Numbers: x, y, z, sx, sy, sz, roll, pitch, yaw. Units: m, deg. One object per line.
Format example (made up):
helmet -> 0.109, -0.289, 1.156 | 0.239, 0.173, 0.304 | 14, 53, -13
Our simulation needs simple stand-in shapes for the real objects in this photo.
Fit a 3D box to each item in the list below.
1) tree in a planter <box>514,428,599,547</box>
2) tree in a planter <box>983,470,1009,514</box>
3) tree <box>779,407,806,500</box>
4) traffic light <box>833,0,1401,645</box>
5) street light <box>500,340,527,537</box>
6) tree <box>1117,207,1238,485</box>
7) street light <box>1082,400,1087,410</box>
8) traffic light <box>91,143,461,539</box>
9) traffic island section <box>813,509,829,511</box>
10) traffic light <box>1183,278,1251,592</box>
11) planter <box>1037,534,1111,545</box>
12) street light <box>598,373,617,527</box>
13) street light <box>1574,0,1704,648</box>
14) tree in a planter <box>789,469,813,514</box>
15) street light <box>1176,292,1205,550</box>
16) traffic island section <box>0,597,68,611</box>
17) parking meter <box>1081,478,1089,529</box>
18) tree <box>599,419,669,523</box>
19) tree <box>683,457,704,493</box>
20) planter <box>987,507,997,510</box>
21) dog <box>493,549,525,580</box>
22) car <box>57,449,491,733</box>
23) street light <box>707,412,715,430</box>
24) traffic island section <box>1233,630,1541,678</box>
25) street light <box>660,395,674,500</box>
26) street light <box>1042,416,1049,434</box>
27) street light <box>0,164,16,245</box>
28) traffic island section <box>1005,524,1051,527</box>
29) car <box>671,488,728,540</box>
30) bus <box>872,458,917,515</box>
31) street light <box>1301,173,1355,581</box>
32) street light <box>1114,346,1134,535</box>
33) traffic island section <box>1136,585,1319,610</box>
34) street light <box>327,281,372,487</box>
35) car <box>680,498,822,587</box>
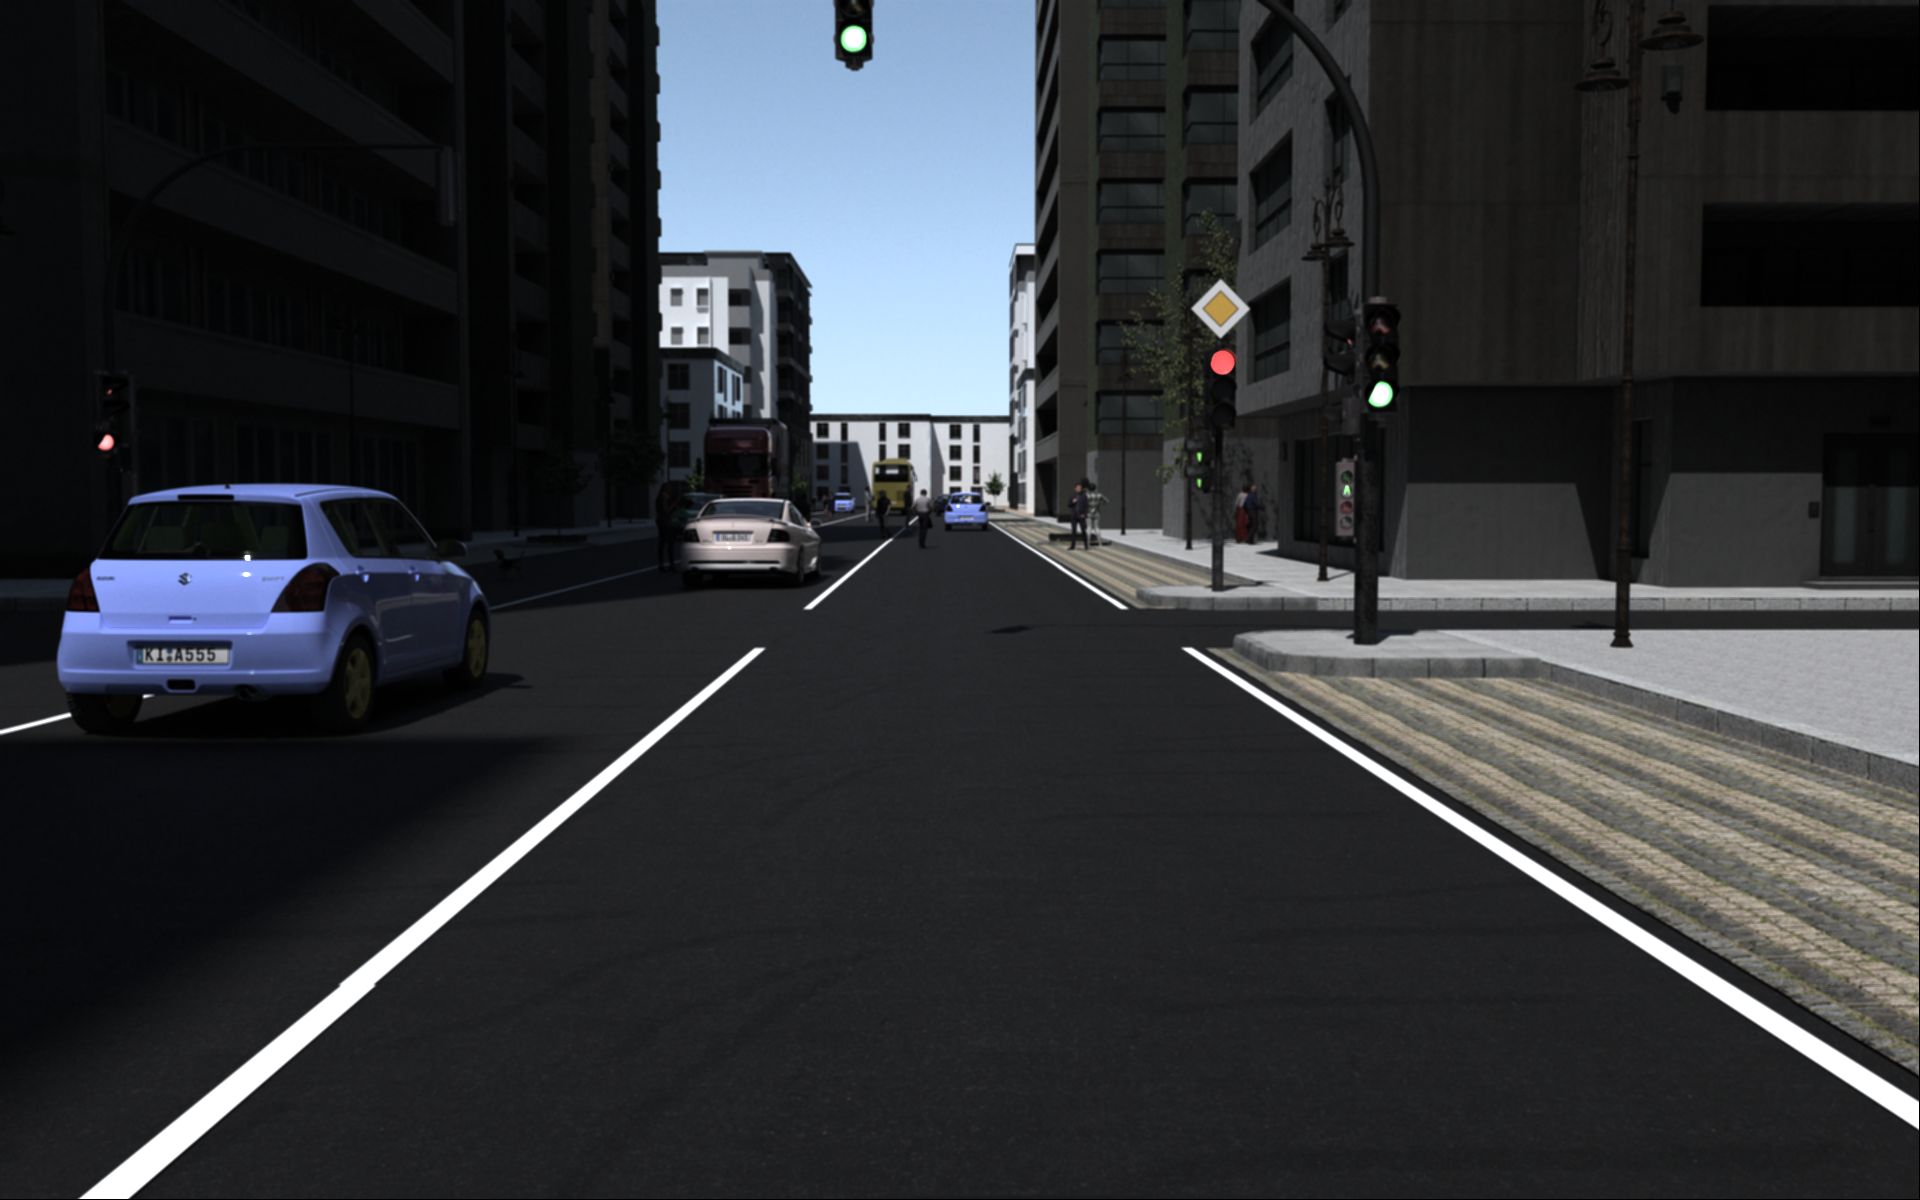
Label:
tree in a planter -> -10.965, -3.060, 47.254 | 1.991, 3.239, 1.994 | 0, 4, 0
tree in a planter -> 2.543, -7.842, 125.433 | 1.991, 3.239, 1.994 | 0, 4, 0
tree -> -14.504, -11.822, 143.657 | 4.360, 8.622, 3.978 | 0, 3, 0
traffic light -> 1.349, -2.440, 14.557 | 4.771, 5.953, 1.251 | 0, 4, 0
street light -> -13.396, -4.852, 52.126 | 0.468, 5.910, 1.993 | 0, 4, 0
tree -> 6.380, -5.704, 43.625 | 4.737, 8.622, 4.395 | 0, 3, 0
street light -> 5.112, -5.864, 68.663 | 0.468, 5.910, 1.993 | 0, 4, 0
traffic light -> -8.937, -2.933, 22.616 | 4.771, 5.953, 1.251 | 0, 4, 0
traffic island section -> -11.842, -7.874, 151.606 | 1.991, 0.108, 1.994 | 0, 4, 0
traffic light -> 3.372, -2.066, 22.700 | 0.839, 4.253, 0.868 | 0, 4, 0
planter -> 3.185, -1.700, 48.941 | 1.991, 0.319, 1.994 | 0, 4, 0
street light -> -13.507, -5.735, 66.550 | 0.468, 5.910, 1.993 | 0, 4, 0
street light -> 5.558, -2.543, 14.370 | 0.468, 5.910, 1.993 | 0, 4, 0
tree in a planter -> -11.601, -7.779, 124.407 | 1.991, 3.239, 1.994 | 0, 4, 0
street light -> 5.289, -4.100, 39.815 | 0.468, 5.910, 1.993 | 0, 4, 0
traffic island section -> -11.068, -0.025, 22.697 | 2.009, 0.180, 2.903 | 0, 4, 0
parking meter -> 4.580, -3.527, 63.384 | 0.255, 1.863, 0.399 | 0, 4, -3
tree -> -14.529, -5.659, 76.234 | 4.285, 4.588, 4.351 | 0, 3, 0
tree -> -13.722, -5.873, 90.628 | 1.663, 3.219, 1.824 | 0, 3, 0
planter -> 2.305, -8.100, 153.576 | 1.991, 0.319, 1.994 | 0, 4, 0
dog -> -7.542, -0.592, 28.965 | 0.540, 0.507, 0.406 | -1, 4, -10
car -> -4.412, -0.128, 11.688 | 1.945, 1.707, 3.694 | 0, 4, 1
street light -> -13.629, -7.499, 95.398 | 0.468, 5.910, 1.993 | 0, 4, 0
traffic island section -> 3.480, 0.456, 14.830 | 2.009, 0.180, 2.903 | 0, 4, 0
street light -> -13.637, -6.617, 80.973 | 0.468, 5.910, 1.993 | 0, 4, 0
street light -> 4.771, -7.628, 97.510 | 0.468, 5.910, 1.993 | 0, 4, 0
street light -> -13.009, -3.058, 22.790 | 0.468, 5.910, 1.993 | 0, 4, 0
traffic island section -> 2.963, -3.243, 75.890 | 1.991, 0.108, 1.994 | 0, 4, 0
car -> -8.217, -2.840, 55.226 | 1.959, 1.807, 4.718 | 0, 4, 1
bus -> -4.507, -7.808, 119.206 | 2.896, 3.916, 12.252 | 0, 4, 0
street light -> 5.359, -3.217, 25.391 | 0.468, 5.910, 1.993 | 0, 4, 0
street light -> 5.127, -4.982, 54.239 | 0.468, 5.910, 1.993 | 0, 4, 0
traffic island section -> 3.413, -0.033, 22.815 | 2.009, 0.180, 2.903 | 0, 4, 0
street light -> -13.242, -3.970, 37.702 | 0.468, 5.910, 1.993 | 0, 4, 0
car -> -3.340, -0.966, 28.158 | 2.083, 1.381, 4.827 | 0, 4, 1
